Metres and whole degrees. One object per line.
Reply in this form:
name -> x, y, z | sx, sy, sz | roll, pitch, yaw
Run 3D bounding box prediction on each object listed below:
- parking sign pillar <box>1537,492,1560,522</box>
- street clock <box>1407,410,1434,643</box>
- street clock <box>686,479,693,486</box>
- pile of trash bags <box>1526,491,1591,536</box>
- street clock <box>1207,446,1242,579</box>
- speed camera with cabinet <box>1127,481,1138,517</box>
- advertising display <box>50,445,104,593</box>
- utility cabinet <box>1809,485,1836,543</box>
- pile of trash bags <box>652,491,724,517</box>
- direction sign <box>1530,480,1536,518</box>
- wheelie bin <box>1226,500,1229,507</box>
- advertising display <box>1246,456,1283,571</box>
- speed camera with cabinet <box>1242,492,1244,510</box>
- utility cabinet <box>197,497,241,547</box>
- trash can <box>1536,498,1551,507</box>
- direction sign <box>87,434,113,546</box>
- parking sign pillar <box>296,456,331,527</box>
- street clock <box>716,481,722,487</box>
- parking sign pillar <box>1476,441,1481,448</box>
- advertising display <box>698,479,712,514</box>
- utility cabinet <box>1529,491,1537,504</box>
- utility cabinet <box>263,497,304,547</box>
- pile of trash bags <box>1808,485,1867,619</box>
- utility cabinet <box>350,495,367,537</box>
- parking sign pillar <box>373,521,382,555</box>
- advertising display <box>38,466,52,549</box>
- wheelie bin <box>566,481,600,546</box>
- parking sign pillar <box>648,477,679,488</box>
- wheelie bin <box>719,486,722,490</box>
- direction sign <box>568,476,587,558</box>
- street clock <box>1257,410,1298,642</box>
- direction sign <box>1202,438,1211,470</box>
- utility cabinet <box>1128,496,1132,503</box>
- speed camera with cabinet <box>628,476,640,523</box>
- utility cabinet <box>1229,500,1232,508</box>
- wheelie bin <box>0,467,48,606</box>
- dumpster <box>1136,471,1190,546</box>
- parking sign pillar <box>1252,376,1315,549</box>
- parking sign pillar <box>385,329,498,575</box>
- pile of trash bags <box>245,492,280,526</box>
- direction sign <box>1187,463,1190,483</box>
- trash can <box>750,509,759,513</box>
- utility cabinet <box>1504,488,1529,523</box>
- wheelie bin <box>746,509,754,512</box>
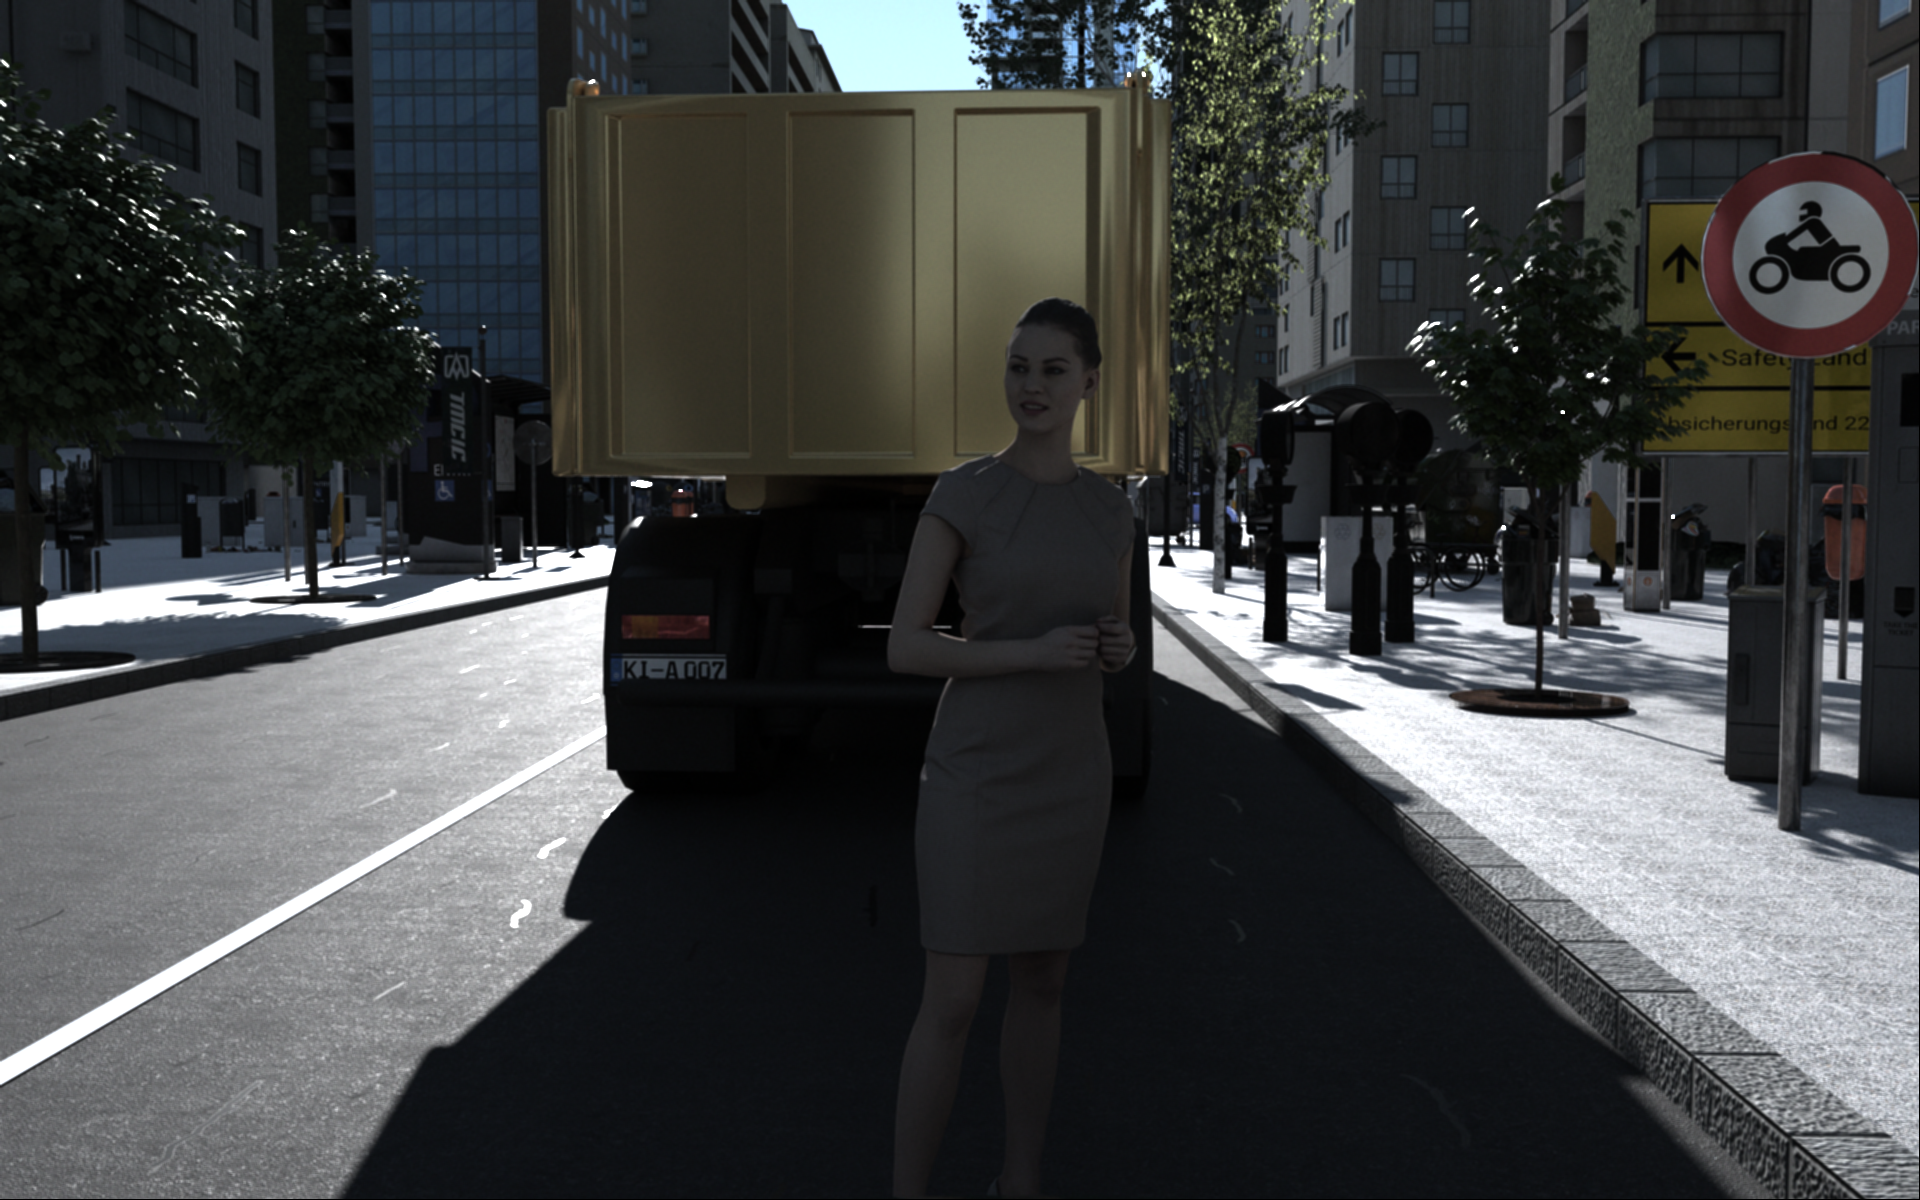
parking sign pillar -> 23.112, -4.818, 67.242 | 1.447, 3.967, 1.447 | 0, 4, -1
street clock -> 3.812, -0.636, 14.964 | 0.471, 2.002, 0.358 | -1, 4, -14
street clock -> -10.324, -3.822, 67.053 | 0.471, 2.002, 0.358 | 2, 4, 25
pile of trash bags -> 14.001, -1.834, 39.746 | 1.912, 1.369, 3.447 | 3, 5, 42
street clock -> 3.988, -1.321, 26.172 | 0.471, 2.002, 0.358 | -1, 4, -17
speed camera with cabinet -> 6.271, -4.334, 65.196 | 0.660, 3.252, 2.038 | 0, 4, -6
advertising display -> -11.577, -1.073, 22.752 | 0.974, 1.923, 0.123 | 2, 4, 35
utility cabinet -> 20.285, -1.943, 40.449 | 1.173, 1.500, 0.318 | -1, 4, -16
pile of trash bags -> -7.212, -2.208, 45.850 | 1.912, 1.369, 3.447 | 0, 4, -2
direction sign -> 6.762, -1.738, 20.409 | 0.379, 3.537, 0.876 | 0, 4, -4
wheelie bin -> 12.423, -4.549, 82.290 | 0.980, 1.594, 0.693 | -3, 4, -38
advertising display -> 5.101, -1.459, 29.068 | 0.123, 1.923, 0.974 | -1, 4, -21
speed camera with cabinet -> 23.599, -9.058, 142.438 | 2.038, 3.252, 0.660 | 0, 4, 6
utility cabinet -> -18.196, -1.916, 42.484 | 1.020, 1.237, 0.306 | 0, 4, 3
trash can -> 21.193, -3.157, 63.277 | 0.748, 1.137, 0.748 | 0, 3, 0
direction sign -> -21.411, -3.128, 43.147 | 0.379, 3.537, 0.876 | 1, 4, 15
parking sign pillar -> -25.199, -4.843, 67.660 | 1.447, 3.967, 1.447 | -2, 4, -33
street clock -> -12.375, -5.165, 89.016 | 0.358, 2.002, 0.471 | -1, 4, -21
parking sign pillar -> 25.211, -5.964, 85.976 | 1.447, 3.967, 1.447 | 1, 4, 23
advertising display -> -7.231, -2.673, 48.914 | 0.123, 1.923, 0.974 | -2, 4, -30
utility cabinet -> 23.011, -3.731, 69.686 | 0.318, 1.500, 1.173 | -2, 4, -26
utility cabinet -> -16.384, -1.897, 42.176 | 1.020, 1.237, 0.306 | -1, 4, -10
pile of trash bags -> 9.541, -0.496, 17.859 | 1.912, 1.369, 3.447 | 3, 5, 40
utility cabinet -> -18.199, -2.490, 51.865 | 0.306, 1.237, 1.020 | 1, 4, 14
parking sign pillar -> -11.714, -2.959, 36.849 | 1.447, 3.967, 1.447 | -2, 4, -24
advertising display -> -20.879, -2.147, 40.313 | 0.974, 1.923, 0.123 | -2, 4, -28
wheelie bin -> -9.370, -2.145, 42.983 | 0.980, 1.594, 0.693 | 2, 4, 29
parking sign pillar -> -11.191, -4.703, 65.367 | 1.447, 3.967, 1.447 | 3, 4, 37
wheelie bin -> -9.704, -3.818, 70.329 | 0.693, 1.594, 0.980 | -1, 4, -14
direction sign -> -7.656, -2.603, 34.551 | 0.876, 3.537, 0.379 | -2, 4, -32
street clock -> 2.753, -0.642, 15.059 | 0.358, 2.002, 0.471 | 1, 4, 20
direction sign -> 9.957, -4.770, 69.979 | 0.379, 3.537, 0.876 | -1, 4, -13
utility cabinet -> 4.757, -2.574, 53.249 | 1.020, 1.237, 0.306 | 1, 4, 17
speed camera with cabinet -> -9.097, -3.235, 47.233 | 0.660, 3.252, 2.038 | -1, 4, -13
utility cabinet -> 12.583, -4.423, 83.473 | 1.020, 1.237, 0.306 | 2, 4, 35
wheelie bin -> -11.002, -0.742, 20.038 | 0.980, 1.594, 0.693 | 3, 5, 40
dumpster -> 5.120, -2.321, 43.710 | 1.264, 1.857, 1.865 | 0, 4, 2
parking sign pillar -> 7.382, -3.115, 39.400 | 1.447, 3.967, 1.447 | 2, 4, 25
parking sign pillar -> -8.297, -2.428, 28.163 | 1.447, 3.967, 1.447 | 1, 4, 12
pile of trash bags -> -29.096, -3.660, 69.593 | 3.447, 1.369, 1.912 | -2, 4, -27
direction sign -> 17.068, -8.262, 127.088 | 0.876, 3.537, 0.379 | 1, 4, 20
trash can -> -13.887, -6.448, 117.071 | 0.748, 1.137, 0.748 | 0, 3, 0
utility cabinet -> 19.287, -3.191, 60.844 | 0.318, 1.500, 1.173 | -3, 4, -36
wheelie bin -> -15.095, -7.159, 124.951 | 0.693, 1.594, 0.980 | 2, 4, 34
